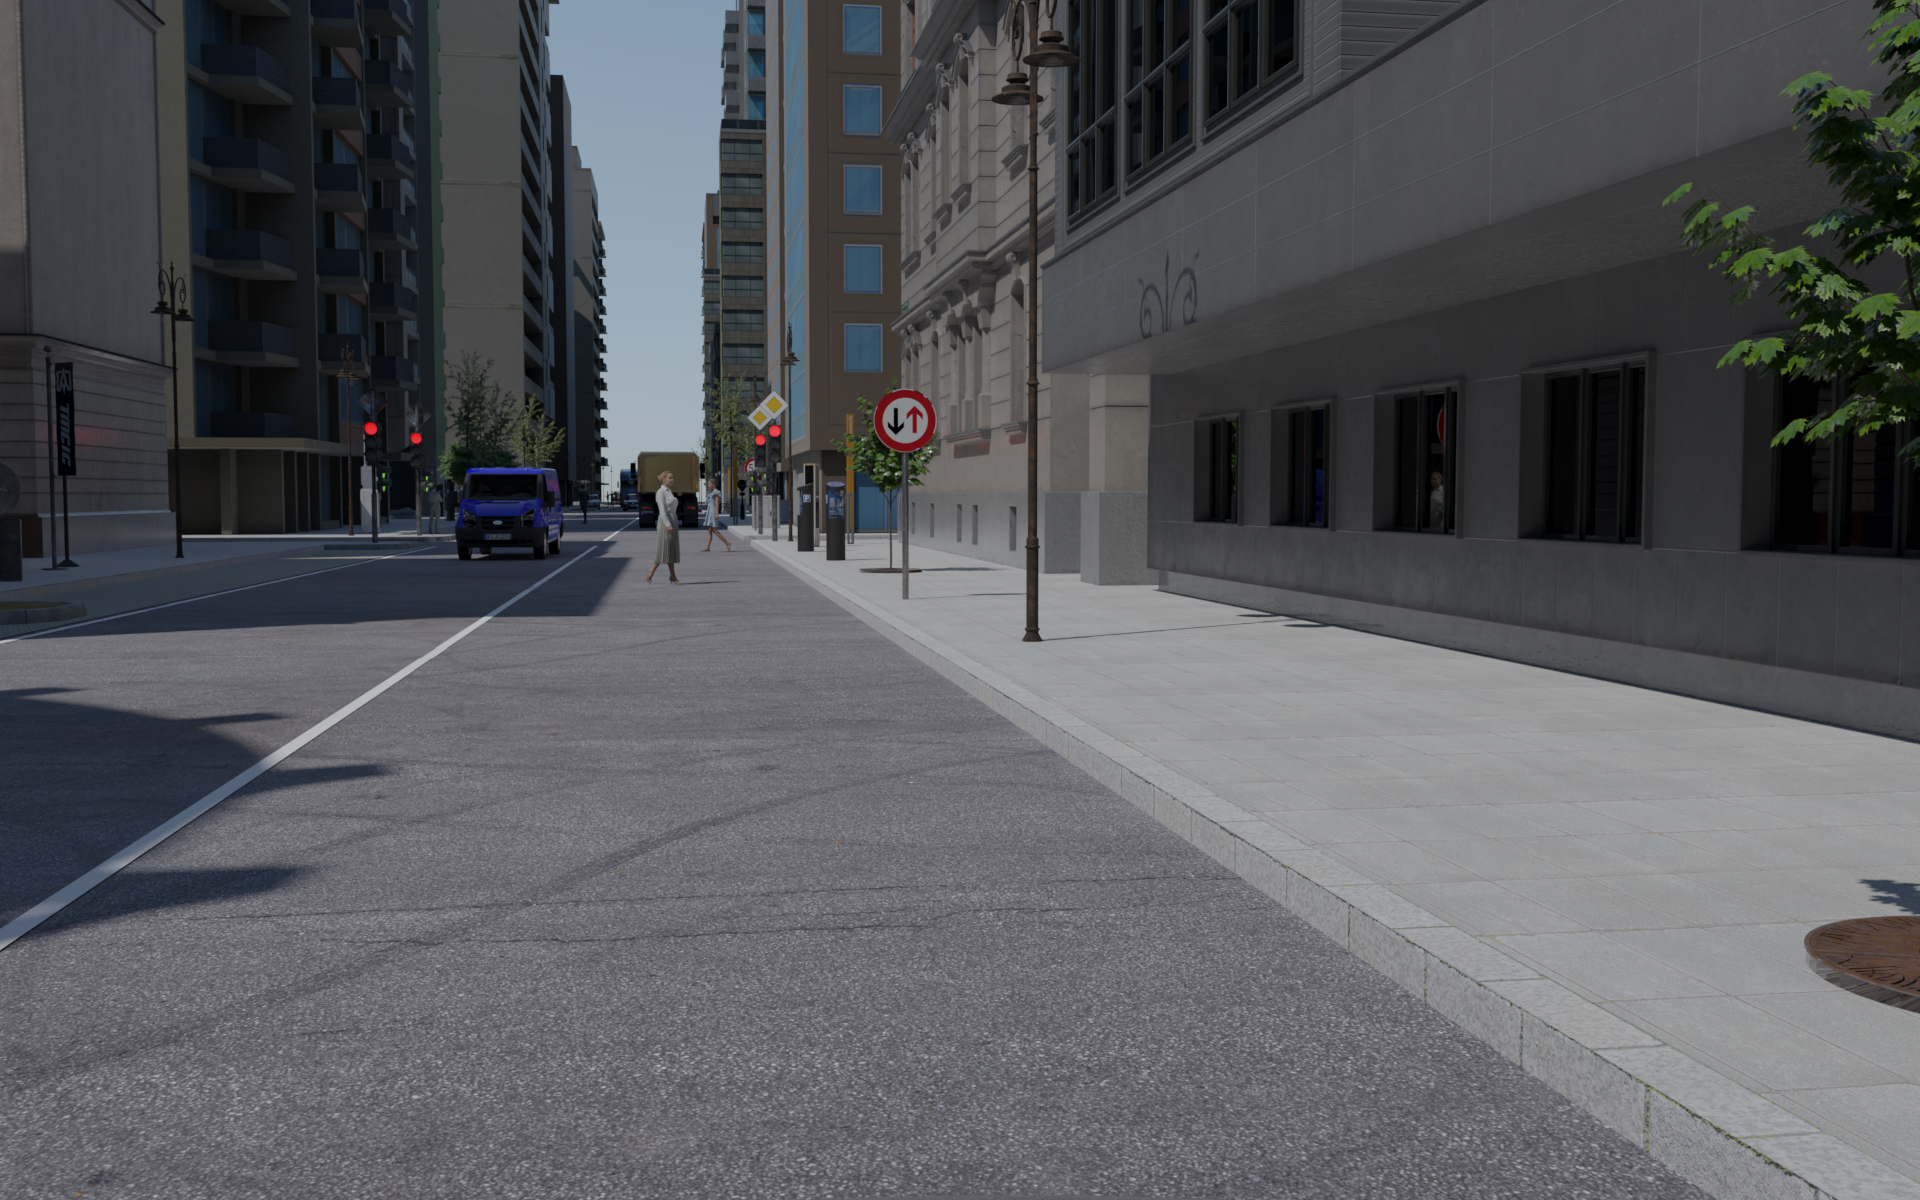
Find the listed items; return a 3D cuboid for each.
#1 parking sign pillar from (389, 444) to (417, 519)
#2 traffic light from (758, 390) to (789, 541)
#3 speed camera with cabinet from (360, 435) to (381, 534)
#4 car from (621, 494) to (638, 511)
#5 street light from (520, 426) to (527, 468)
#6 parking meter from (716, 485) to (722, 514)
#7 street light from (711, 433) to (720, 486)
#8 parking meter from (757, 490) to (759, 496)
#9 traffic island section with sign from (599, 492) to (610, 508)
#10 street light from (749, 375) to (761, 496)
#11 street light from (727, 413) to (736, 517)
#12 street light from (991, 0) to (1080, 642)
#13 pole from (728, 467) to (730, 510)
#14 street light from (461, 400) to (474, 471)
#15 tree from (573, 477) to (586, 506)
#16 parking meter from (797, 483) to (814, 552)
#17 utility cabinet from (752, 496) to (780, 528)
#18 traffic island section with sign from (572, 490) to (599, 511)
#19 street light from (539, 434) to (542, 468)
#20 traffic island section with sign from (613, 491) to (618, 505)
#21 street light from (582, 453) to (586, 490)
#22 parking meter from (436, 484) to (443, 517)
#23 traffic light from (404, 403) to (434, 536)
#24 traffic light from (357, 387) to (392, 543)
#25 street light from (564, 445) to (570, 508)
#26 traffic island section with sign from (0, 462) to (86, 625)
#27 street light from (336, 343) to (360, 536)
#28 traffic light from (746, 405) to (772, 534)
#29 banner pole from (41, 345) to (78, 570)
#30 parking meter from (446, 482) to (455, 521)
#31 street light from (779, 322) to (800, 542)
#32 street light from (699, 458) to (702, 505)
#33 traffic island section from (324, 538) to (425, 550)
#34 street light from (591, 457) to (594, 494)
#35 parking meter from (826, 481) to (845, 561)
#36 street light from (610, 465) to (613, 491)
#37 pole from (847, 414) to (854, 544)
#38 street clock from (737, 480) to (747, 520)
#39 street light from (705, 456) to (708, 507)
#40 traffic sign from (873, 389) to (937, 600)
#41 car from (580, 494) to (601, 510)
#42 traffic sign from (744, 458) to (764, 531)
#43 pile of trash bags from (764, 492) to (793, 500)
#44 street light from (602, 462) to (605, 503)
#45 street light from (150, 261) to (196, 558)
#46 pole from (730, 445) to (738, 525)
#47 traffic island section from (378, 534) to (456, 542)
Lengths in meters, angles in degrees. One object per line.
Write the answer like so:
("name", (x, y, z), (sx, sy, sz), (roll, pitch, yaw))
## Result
("parking sign pillar", (-28.882, -6.199, 89.826), (1.447, 3.967, 1.447), (0, 4, -4))
("traffic light", (-5.056, -3.554, 47.023), (0.839, 4.253, 0.868), (-1, 4, -9))
("speed camera with cabinet", (-19.391, -3.834, 57.027), (0.660, 3.252, 2.038), (-1, 4, -16))
("car", (-27.209, -8.243, 144.567), (2.009, 1.686, 4.222), (0, 4, -8))
("street light", (-28.945, -8.707, 115.142), (0.468, 5.910, 1.993), (-1, 4, -9))
("parking meter", (-15.597, -6.493, 111.879), (0.399, 1.863, 0.255), (-1, 4, -16))
("street light", (-18.008, -9.529, 128.594), (0.468, 5.910, 1.993), (-1, 4, -9))
("parking meter", (-13.875, -6.778, 119.230), (0.372, 1.533, 0.369), (0, 3, 0))
("traffic island section with sign", (-37.069, -10.309, 177.176), (1.989, 1.847, 2.006), (-1, 4, -9))
("street light", (-7.789, -5.699, 65.972), (0.468, 5.910, 1.993), (-1, 4, -9))
("street light", (-12.813, -7.600, 97.050), (0.468, 5.910, 1.993), (-1, 4, -9))
("street light", (0.630, -2.577, 14.916), (0.468, 5.910, 1.993), (-1, 4, -9))
("pole", (-17.143, -8.263, 128.938), (0.158, 3.312, 0.155), (0, 3, 0))
("street light", (-23.895, -6.809, 84.114), (0.468, 5.910, 1.993), (-1, 4, -9))
("tree", (-43.045, -12.203, 194.126), (1.663, 3.219, 1.824), (0, 3, 0))
("parking meter", (-3.437, -1.844, 38.560), (0.372, 1.533, 0.369), (0, 3, 0))
("utility cabinet", (-7.248, -3.275, 64.709), (1.020, 1.237, 0.306), (0, 4, 0))
("traffic island section with sign", (-32.585, -8.647, 150.000), (1.989, 1.847, 2.006), (-1, 4, -9))
("street light", (-31.139, -9.533, 128.653), (0.468, 5.910, 1.993), (-1, 4, -9))
("traffic island section with sign", (-46.318, -13.745, 233.354), (1.989, 1.847, 2.006), (-1, 4, -9))
("street light", (-41.375, -13.332, 190.765), (0.468, 5.910, 1.993), (-1, 4, -9))
("parking meter", (-29.620, -5.679, 98.556), (0.399, 1.863, 0.255), (-1, 4, -13))
("traffic light", (-16.624, -3.932, 53.202), (0.839, 4.253, 0.868), (-1, 4, -9))
("traffic light", (-15.327, -3.450, 45.323), (0.839, 4.253, 0.868), (-1, 4, -9))
("street light", (-36.188, -11.436, 159.760), (0.468, 5.910, 1.993), (-1, 4, -9))
("traffic island section with sign", (-11.125, -0.671, 19.591), (1.989, 1.847, 2.006), (-1, 4, -9))
("street light", (-18.721, -4.912, 53.106), (0.468, 5.910, 1.993), (-1, 4, -9))
("traffic light", (-6.353, -4.036, 54.902), (0.839, 4.253, 0.868), (-1, 4, -9))
("banner pole", (-15.102, -2.388, 29.066), (0.863, 3.779, 0.401), (2, 4, 27))
("parking meter", (-24.127, -4.668, 82.031), (0.255, 1.863, 0.399), (-3, 5, -44))
("street light", (-4.586, -4.523, 46.732), (0.468, 5.910, 1.993), (-1, 4, -9))
("street light", (-30.505, -14.161, 204.324), (0.468, 5.910, 1.993), (-1, 4, -9))
("traffic island section", (-15.368, -1.417, 45.451), (2.009, 0.180, 2.903), (-1, 4, -9))
("street light", (-44.722, -14.574, 211.079), (0.468, 5.910, 1.993), (-1, 4, -9))
("parking meter", (-2.398, -1.530, 33.421), (0.372, 1.533, 0.369), (0, 3, 0))
("street light", (-54.977, -18.378, 273.269), (0.468, 5.910, 1.993), (-1, 4, -9))
("pole", (-2.806, -3.084, 44.268), (0.158, 3.312, 0.155), (0, 3, 0))
("street clock", (-10.859, -5.005, 86.398), (0.471, 2.002, 0.358), (1, 4, 13))
("street light", (-25.315, -12.265, 173.319), (0.468, 5.910, 1.993), (-1, 4, -9))
("traffic sign", (-0.662, -1.280, 21.026), (0.768, 2.556, 0.104), (0, 4, -1))
("car", (-33.561, -8.889, 157.340), (2.014, 1.417, 4.499), (-1, 4, -11))
("traffic sign", (-7.149, -3.694, 60.506), (0.768, 2.556, 0.104), (0, 4, -2))
("pile of trash bags", (-8.367, -4.307, 80.179), (1.912, 1.369, 3.447), (1, 4, 11))
("street light", (-49.847, -16.477, 242.192), (0.468, 5.910, 1.993), (-1, 4, -9))
("street light", (-15.663, -3.780, 34.590), (0.468, 5.910, 1.993), (-1, 4, -9))
("pole", (-9.431, -4.824, 72.712), (0.158, 3.312, 0.155), (0, 3, 0))
("traffic island section", (-16.665, -1.899, 53.330), (2.009, 0.180, 2.903), (-1, 4, -9))
